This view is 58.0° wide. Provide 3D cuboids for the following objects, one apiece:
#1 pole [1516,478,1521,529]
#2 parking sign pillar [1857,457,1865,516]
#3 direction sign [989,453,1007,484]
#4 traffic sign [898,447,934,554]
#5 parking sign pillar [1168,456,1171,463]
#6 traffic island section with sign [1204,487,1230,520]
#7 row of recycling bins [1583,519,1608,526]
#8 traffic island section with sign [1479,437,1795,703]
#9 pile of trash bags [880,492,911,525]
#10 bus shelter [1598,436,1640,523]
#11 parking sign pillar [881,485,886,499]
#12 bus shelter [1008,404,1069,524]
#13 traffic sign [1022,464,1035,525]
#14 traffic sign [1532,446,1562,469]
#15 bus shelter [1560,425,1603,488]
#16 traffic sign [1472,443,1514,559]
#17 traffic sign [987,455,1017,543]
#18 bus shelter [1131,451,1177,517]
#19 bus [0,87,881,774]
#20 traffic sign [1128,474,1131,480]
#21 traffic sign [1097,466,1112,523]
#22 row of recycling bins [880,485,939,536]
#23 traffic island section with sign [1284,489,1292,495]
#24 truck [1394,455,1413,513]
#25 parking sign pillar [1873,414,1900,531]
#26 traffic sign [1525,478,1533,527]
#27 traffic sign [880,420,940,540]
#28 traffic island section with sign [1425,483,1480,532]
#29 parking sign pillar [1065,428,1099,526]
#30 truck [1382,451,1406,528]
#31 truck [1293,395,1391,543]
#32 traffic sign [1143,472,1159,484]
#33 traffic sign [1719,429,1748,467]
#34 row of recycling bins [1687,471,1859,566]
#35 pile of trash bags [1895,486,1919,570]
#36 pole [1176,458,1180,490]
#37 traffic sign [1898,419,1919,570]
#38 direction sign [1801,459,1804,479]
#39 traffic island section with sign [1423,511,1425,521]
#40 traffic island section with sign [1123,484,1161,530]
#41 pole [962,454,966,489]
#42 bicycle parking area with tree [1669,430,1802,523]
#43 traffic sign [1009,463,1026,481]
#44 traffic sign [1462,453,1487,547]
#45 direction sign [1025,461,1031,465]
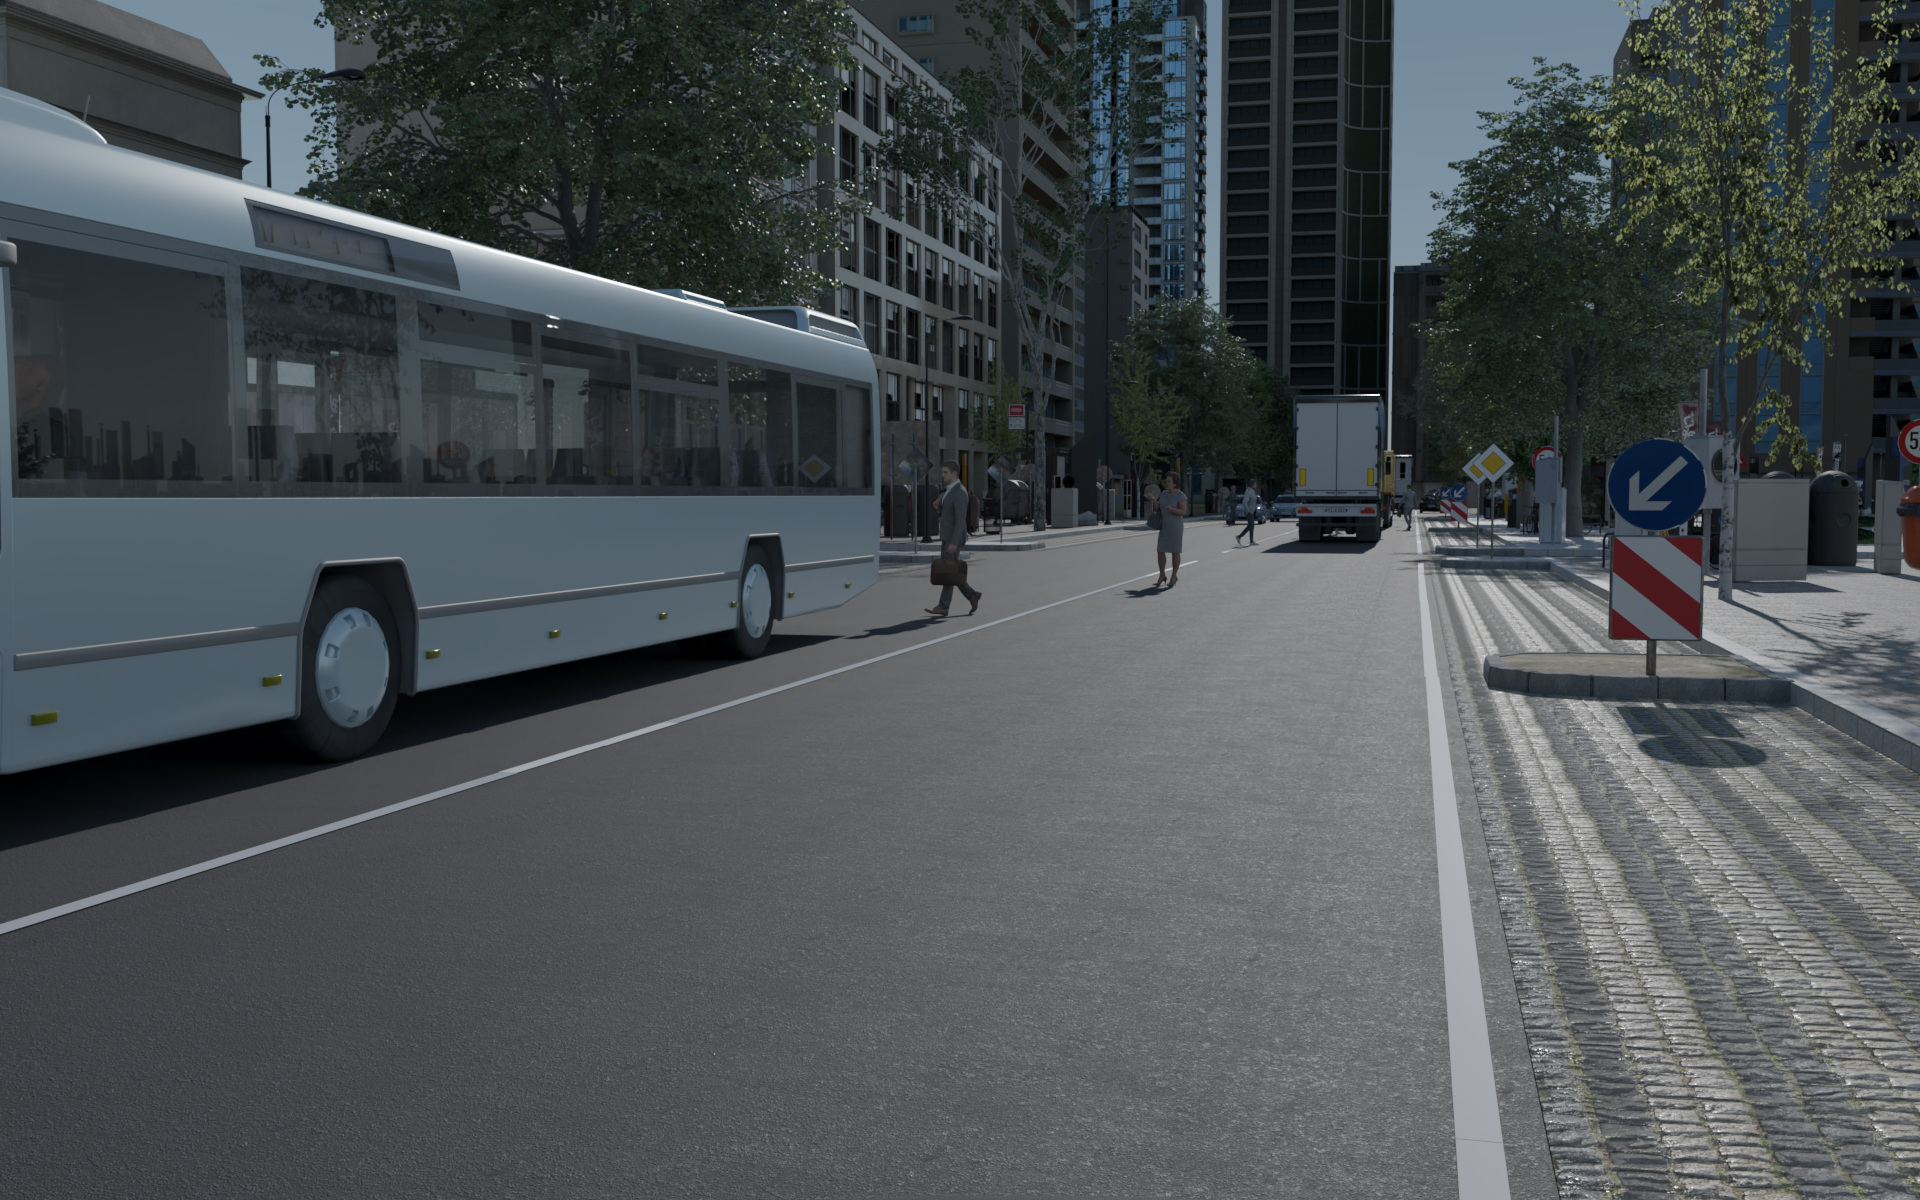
[{"bbox_3d":[20.576,-4.275,63.734,0.158,3.312,0.155,0,3,0],"label":"pole"},{"bbox_3d":[47.985,-6.324,91.866,1.447,3.967,1.447,3,5,42],"label":"parking sign pillar"},{"bbox_3d":[2.173,-6.305,95.089,0.876,3.537,0.379,-1,4,-16],"label":"direction sign"},{"bbox_3d":[-0.948,-2.051,37.178,0.795,2.450,0.064,1,4,15],"label":"traffic sign"},{"bbox_3d":[13.491,-7.643,113.440,1.447,3.967,1.447,1,4,19],"label":"parking sign pillar"},{"bbox_3d":[14.454,-5.270,94.791,1.989,1.847,2.006,1,4,15],"label":"traffic island section with sign"},{"bbox_3d":[25.516,-3.928,71.341,1.069,1.692,3.534,-3,4,-36],"label":"row of recycling bins"},{"bbox_3d":[4.987,-0.265,12.967,1.989,1.847,2.006,1,4,15],"label":"traffic island section with sign"},{"bbox_3d":[-3.180,-3.777,71.514,3.447,1.369,1.912,2,4,26],"label":"pile of trash bags"},{"bbox_3d":[24.451,-4.216,62.850,2.014,3.302,5.546,1,4,15],"label":"bus shelter"},{"bbox_3d":[-3.051,-5.391,76.608,1.447,3.967,1.447,2,4,35],"label":"parking sign pillar"},{"bbox_3d":[3.876,-6.228,79.463,2.179,5.291,8.768,1,4,15],"label":"bus shelter"},{"bbox_3d":[2.929,-4.412,72.241,0.768,2.556,0.104,1,4,15],"label":"traffic sign"},{"bbox_3d":[15.587,-2.808,46.016,0.768,2.556,0.104,2,4,24],"label":"traffic sign"},{"bbox_3d":[29.821,-6.510,84.064,2.179,5.291,8.768,1,4,15],"label":"bus shelter"},{"bbox_3d":[10.506,-1.867,34.166,0.795,2.450,0.064,1,4,15],"label":"traffic sign"},{"bbox_3d":[1.077,-2.524,44.903,0.795,2.450,0.064,1,4,15],"label":"traffic sign"},{"bbox_3d":[10.972,-6.522,97.913,1.731,3.624,6.357,1,4,15],"label":"bus shelter"},{"bbox_3d":[-3.719,-1.062,12.222,2.948,3.499,13.247,1,4,14],"label":"bus"},{"bbox_3d":[10.137,-6.158,100.782,0.768,2.556,0.104,1,4,18],"label":"traffic sign"},{"bbox_3d":[6.412,-4.727,77.388,0.768,2.556,0.104,1,4,19],"label":"traffic sign"},{"bbox_3d":[-2.355,-2.795,52.811,3.534,1.692,1.069,-1,4,-17],"label":"row of recycling bins"},{"bbox_3d":[27.221,-8.249,143.495,1.989,1.847,2.006,1,4,15],"label":"traffic island section with sign"},{"bbox_3d":[32.993,-8.719,131.463,2.839,4.237,11.283,1,4,14],"label":"truck"},{"bbox_3d":[31.995,-4.317,59.057,1.447,3.967,1.447,-3,5,-42],"label":"parking sign pillar"},{"bbox_3d":[22.231,-4.159,68.006,0.884,2.594,0.081,1,4,16],"label":"traffic sign"},{"bbox_3d":[-1.616,-3.325,48.232,2.265,3.308,0.079,2,4,24],"label":"traffic sign"},{"bbox_3d":[18.819,-3.494,65.755,1.989,1.847,2.006,1,4,15],"label":"traffic island section with sign"},{"bbox_3d":[4.909,-4.997,70.174,1.447,3.967,1.447,-2,4,-33],"label":"parking sign pillar"},{"bbox_3d":[17.799,-4.927,76.477,3.469,3.379,9.791,1,4,16],"label":"truck"},{"bbox_3d":[12.076,-4.015,54.553,2.839,4.237,11.283,1,4,14],"label":"truck"},{"bbox_3d":[10.021,-5.556,90.850,0.884,2.594,0.081,1,4,22],"label":"traffic sign"},{"bbox_3d":[14.969,-2.079,33.998,0.884,2.594,0.081,1,4,21],"label":"traffic sign"},{"bbox_3d":[14.390,-1.498,31.599,3.534,1.692,1.069,1,4,20],"label":"row of recycling bins"},{"bbox_3d":[12.097,-0.574,19.135,3.447,1.369,1.912,0,4,-1],"label":"pile of trash bags"},{"bbox_3d":[12.405,-6.410,98.649,0.158,3.312,0.155,0,3,0],"label":"pole"},{"bbox_3d":[16.226,-1.782,29.244,0.768,2.556,0.104,1,4,18],"label":"traffic sign"},{"bbox_3d":[48.175,-6.552,99.121,0.379,3.537,0.876,1,4,21],"label":"direction sign"},{"bbox_3d":[25.672,-5.095,91.931,1.989,1.847,2.006,1,4,15],"label":"traffic island section with sign"},{"bbox_3d":[7.620,-3.675,68.713,1.989,1.847,2.006,1,4,15],"label":"traffic island section with sign"},{"bbox_3d":[0.222,-5.717,87.317,0.158,3.312,0.155,0,3,0],"label":"pole"},{"bbox_3d":[35.053,-5.595,78.478,8.231,4.147,9.016,2,4,25],"label":"bicycle parking area with tree"},{"bbox_3d":[2.455,-4.474,73.156,0.884,2.594,0.081,1,4,15],"label":"traffic sign"},{"bbox_3d":[12.530,-2.339,41.891,0.795,2.450,0.064,1,4,15],"label":"traffic sign"},{"bbox_3d":[4.836,-7.767,118.990,0.876,3.537,0.379,3,5,41],"label":"direction sign"}]
